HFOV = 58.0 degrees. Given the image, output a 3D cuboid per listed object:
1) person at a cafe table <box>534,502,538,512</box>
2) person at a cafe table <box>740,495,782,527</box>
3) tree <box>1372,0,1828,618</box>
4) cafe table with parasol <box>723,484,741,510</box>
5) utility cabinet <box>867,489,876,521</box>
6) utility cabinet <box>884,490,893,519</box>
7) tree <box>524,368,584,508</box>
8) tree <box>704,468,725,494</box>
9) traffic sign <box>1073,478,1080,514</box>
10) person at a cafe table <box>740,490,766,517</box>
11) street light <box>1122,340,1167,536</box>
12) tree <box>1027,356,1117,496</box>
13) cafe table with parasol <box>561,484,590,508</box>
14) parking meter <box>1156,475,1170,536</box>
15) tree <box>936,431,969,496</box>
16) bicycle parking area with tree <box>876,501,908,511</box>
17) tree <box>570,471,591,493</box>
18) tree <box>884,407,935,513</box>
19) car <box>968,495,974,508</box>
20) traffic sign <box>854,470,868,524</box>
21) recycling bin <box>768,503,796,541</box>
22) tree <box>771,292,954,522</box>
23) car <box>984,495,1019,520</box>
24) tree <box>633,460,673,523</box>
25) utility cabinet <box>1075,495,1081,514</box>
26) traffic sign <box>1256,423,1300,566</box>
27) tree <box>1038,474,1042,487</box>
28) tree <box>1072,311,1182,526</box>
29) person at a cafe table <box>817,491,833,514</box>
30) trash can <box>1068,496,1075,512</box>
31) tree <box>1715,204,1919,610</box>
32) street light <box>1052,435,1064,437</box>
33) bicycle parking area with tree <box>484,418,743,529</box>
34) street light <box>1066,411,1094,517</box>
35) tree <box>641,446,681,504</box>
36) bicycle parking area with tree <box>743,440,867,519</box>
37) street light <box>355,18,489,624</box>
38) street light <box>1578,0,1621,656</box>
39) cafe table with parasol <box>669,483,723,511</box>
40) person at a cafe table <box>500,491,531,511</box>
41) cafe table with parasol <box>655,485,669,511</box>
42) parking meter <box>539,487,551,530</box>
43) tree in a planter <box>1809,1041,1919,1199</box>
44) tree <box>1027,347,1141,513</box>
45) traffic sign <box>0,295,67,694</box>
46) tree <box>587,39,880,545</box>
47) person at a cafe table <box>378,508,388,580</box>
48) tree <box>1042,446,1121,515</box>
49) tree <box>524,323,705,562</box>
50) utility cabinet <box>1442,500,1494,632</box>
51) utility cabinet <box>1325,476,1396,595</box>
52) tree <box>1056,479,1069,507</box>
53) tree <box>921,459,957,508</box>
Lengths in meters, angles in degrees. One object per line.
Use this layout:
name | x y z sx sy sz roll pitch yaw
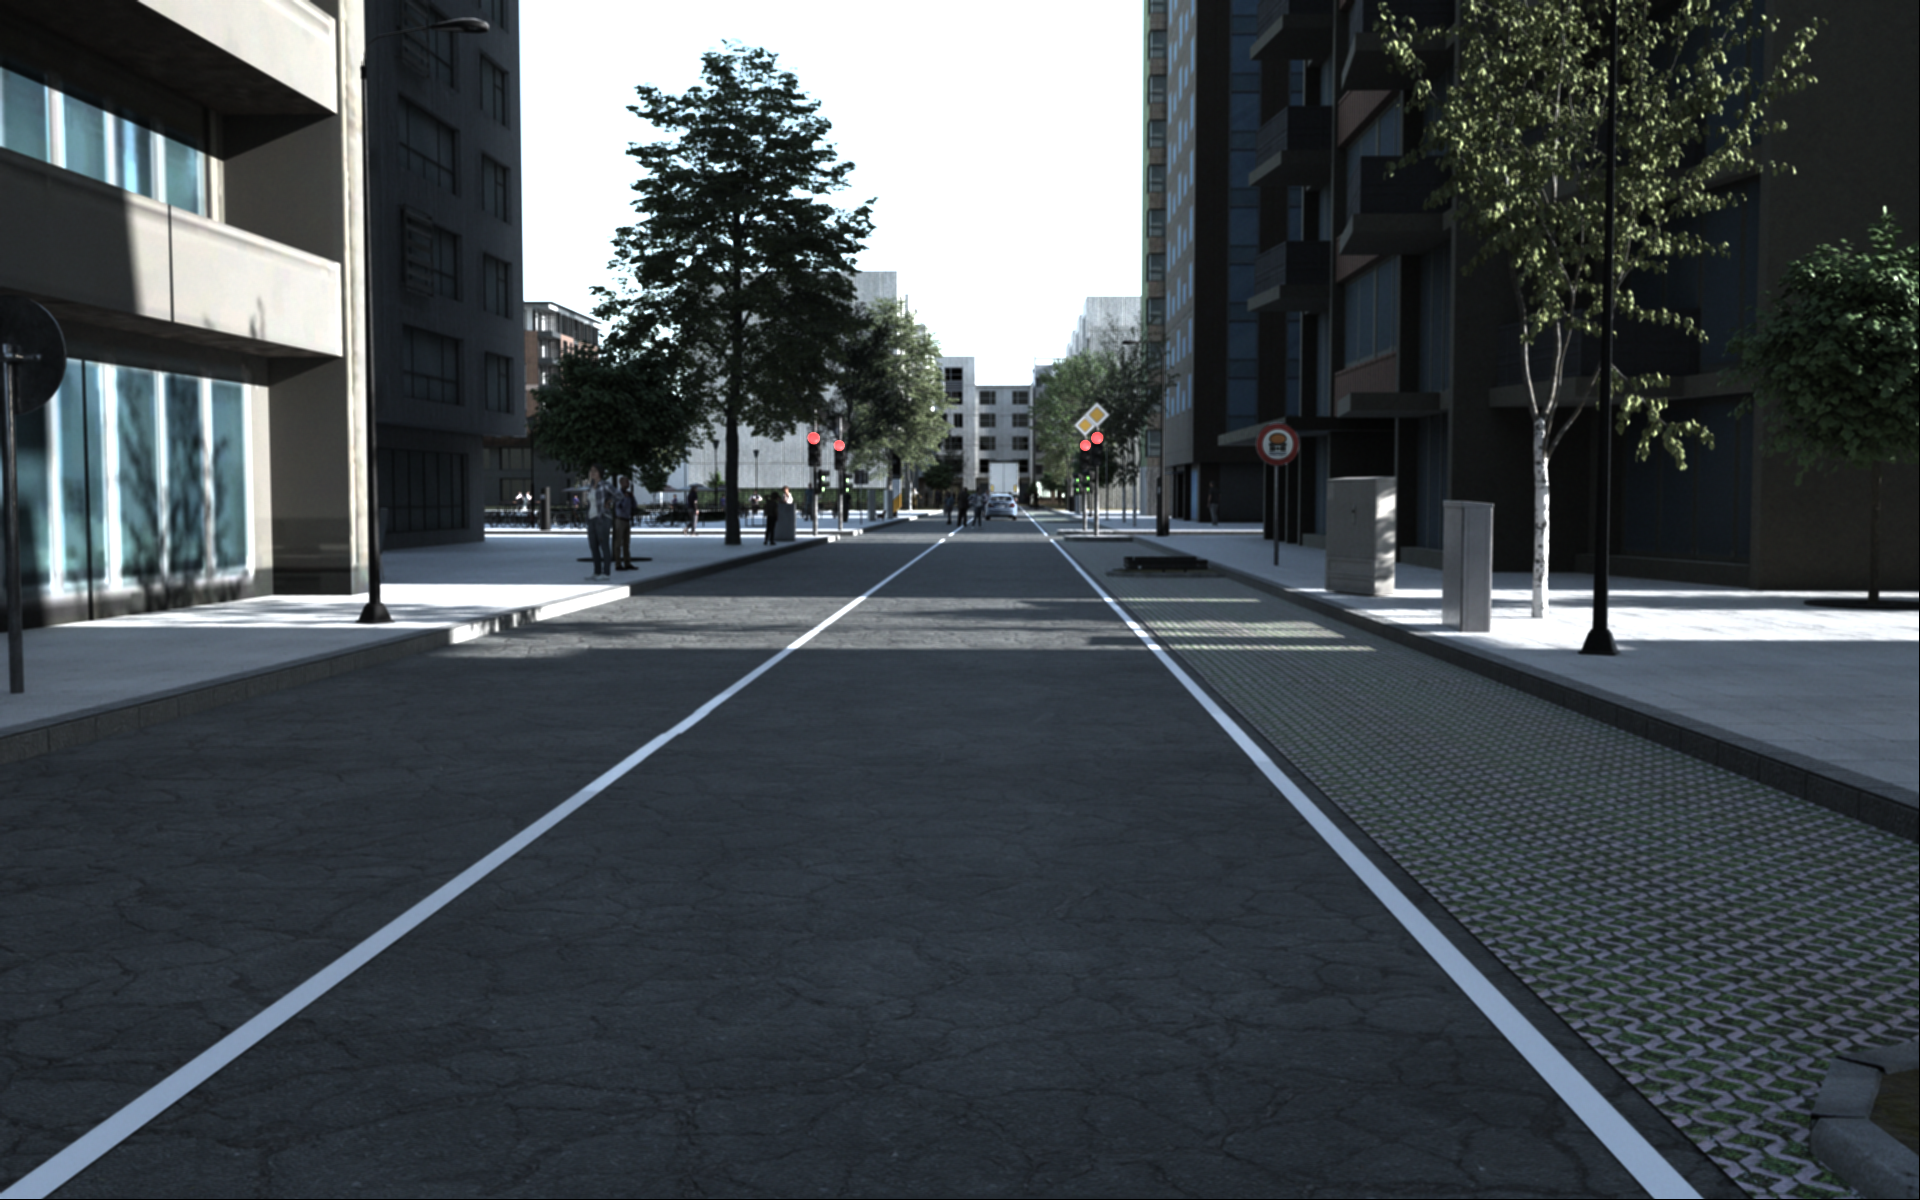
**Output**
person at a cafe table | -31.232 -7.200 126.234 1.698 1.524 1.622 3 5 41
person at a cafe table | -7.666 -3.548 68.867 1.726 1.238 1.698 0 4 8
tree | 6.034 -4.105 17.482 4.737 8.622 4.395 0 3 0
cafe table with parasol | -16.382 -7.074 120.520 2.610 1.966 2.610 -2 4 -27
utility cabinet | -4.246 -4.532 82.776 0.318 1.500 1.173 -1 4 -8
utility cabinet | -3.682 -4.936 89.376 0.318 1.500 1.173 -1 4 -12
tree | -26.145 -11.240 118.187 7.601 10.594 8.767 -1 4 -20
tree | -17.764 -8.107 127.146 1.663 3.219 1.824 0 3 0
traffic sign | 7.480 -6.646 108.762 0.768 2.556 0.104 0 4 5
person at a cafe table | -11.528 -5.448 97.590 1.698 1.524 1.622 -1 4 -11
street light | 5.580 -4.886 52.429 1.470 5.913 1.316 0 4 2
tree | 9.304 -13.727 142.571 7.486 12.596 7.792 0 3 0
cafe table with parasol | -28.902 -7.718 131.058 2.610 1.966 2.610 -1 4 -21
parking meter | 6.283 -2.931 53.636 0.255 1.863 0.399 -2 4 -27
tree | -0.912 -15.220 199.202 4.360 8.622 3.978 0 3 0
bicycle parking area with tree | -8.687 -8.830 131.376 9.016 4.147 8.231 -1 4 -8
tree | -27.013 -10.752 126.150 4.360 8.622 3.978 0 3 0
tree | -3.456 -10.293 118.655 4.737 8.622 4.395 0 3 0
car | 1.693 -10.206 178.878 2.014 1.417 4.499 0 4 2
traffic sign | -4.205 -4.372 73.615 0.606 2.300 0.079 1 4 10
recycling bin | -4.898 -2.151 47.719 0.722 1.027 0.722 0 4 -2
tree | -5.547 -8.849 79.093 8.767 10.594 7.601 3 5 40
car | 2.286 -5.149 96.181 2.014 1.417 4.499 0 4 2
tree | -13.582 -5.066 77.427 1.663 3.219 1.824 0 3 0
utility cabinet | 7.808 -6.328 114.632 0.306 1.237 1.020 1 4 11
traffic sign | 5.680 -1.892 31.032 0.768 2.556 0.104 0 4 5
tree | 11.315 -14.069 213.745 4.285 4.588 4.351 0 3 0
tree | 6.724 -7.246 68.829 4.360 8.622 3.978 0 3 0
person at a cafe table | -8.893 -6.342 112.213 1.622 1.524 1.698 0 4 1
trash can | 8.070 -6.874 124.044 0.748 1.137 0.748 0 3 0
tree | 10.484 -2.211 19.862 4.285 4.588 4.351 0 3 0
street light | 7.900 -9.984 135.772 1.470 5.913 1.316 0 4 2
bicycle parking area with tree | -14.528 -4.907 67.224 8.231 4.147 9.016 -3 5 -42
street light | 6.835 -7.633 97.347 1.470 5.913 1.316 0 4 2
tree | -22.805 -11.115 132.086 4.737 8.622 4.395 0 3 0
bicycle parking area with tree | -10.427 -6.368 91.111 8.231 4.147 9.016 2 4 24
street light | -5.300 -2.725 17.095 1.470 5.913 1.316 0 4 2
street light | 4.605 -2.522 13.777 1.470 5.913 1.316 0 4 2
cafe table with parasol | -16.461 -6.314 108.102 2.610 1.966 2.610 0 4 2
person at a cafe table | -31.825 -7.065 124.027 1.622 1.524 1.698 1 4 10
cafe table with parasol | -21.545 -7.476 127.090 2.610 1.966 2.610 3 4 36
parking meter | -14.653 -3.227 61.170 0.372 1.533 0.369 0 3 0
tree in a planter | 2.817 -0.368 3.233 1.991 3.239 1.994 0 4 2
tree | 8.682 -11.913 120.534 9.928 11.665 9.643 0 3 0
traffic sign | -6.084 -0.672 11.096 0.768 2.556 0.104 0 4 6
tree | -5.423 -7.680 43.700 7.486 12.596 7.792 0 3 0
person at a cafe table | -9.305 -1.041 25.538 1.622 1.524 1.698 0 4 -3
tree | 8.196 -7.457 105.642 4.285 4.588 4.351 0 3 0
tree | -6.634 -3.033 33.296 4.285 4.588 4.351 0 3 0
utility cabinet | 4.847 -0.329 16.542 0.306 1.237 1.020 0 4 6
utility cabinet | 5.101 -0.823 22.143 0.318 1.500 1.173 -1 4 -19
tree | 10.739 -11.130 176.573 1.663 3.219 1.824 0 3 0
tree | -1.914 -10.667 158.120 4.285 4.588 4.351 0 3 0
